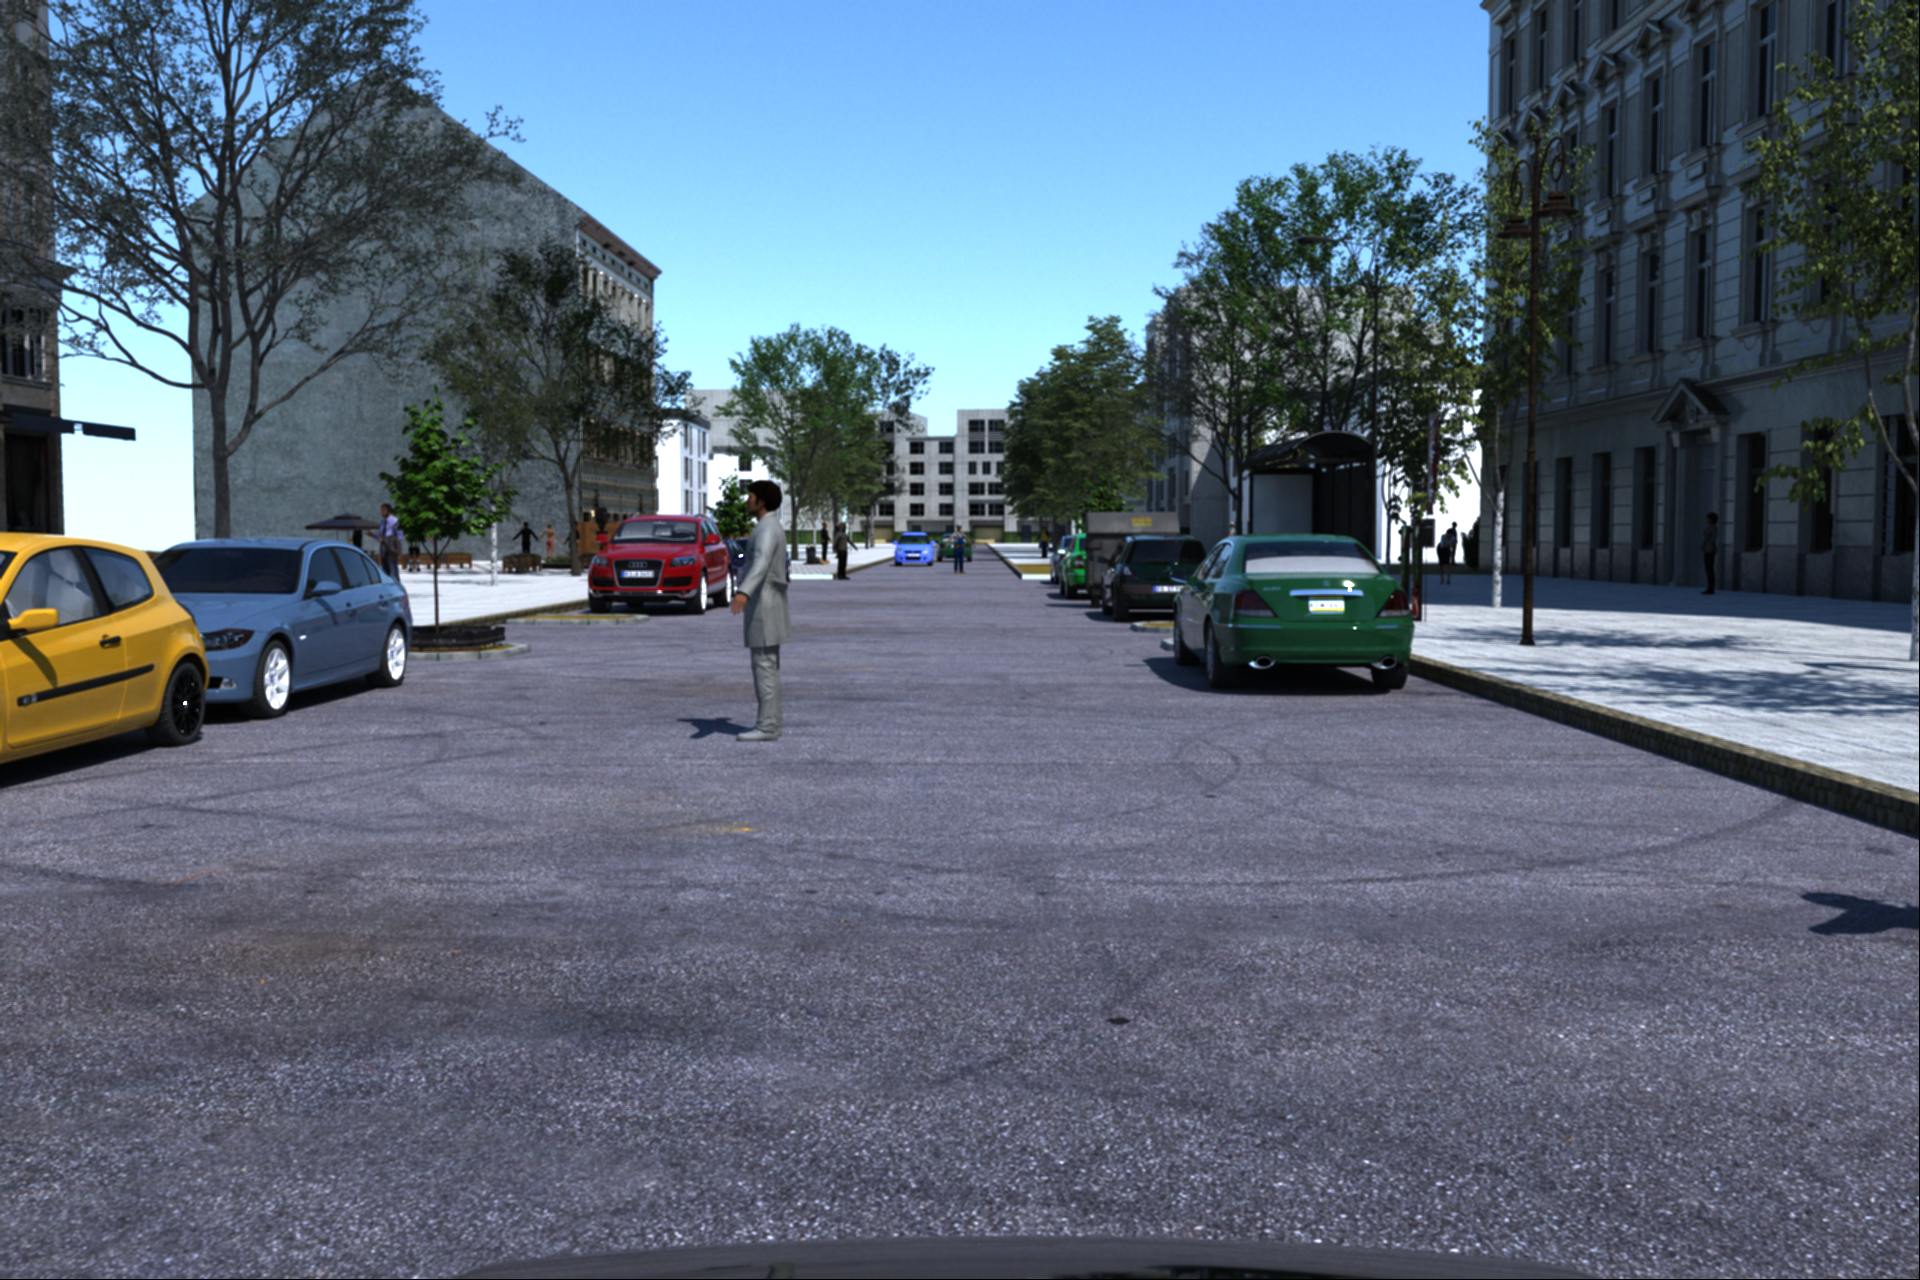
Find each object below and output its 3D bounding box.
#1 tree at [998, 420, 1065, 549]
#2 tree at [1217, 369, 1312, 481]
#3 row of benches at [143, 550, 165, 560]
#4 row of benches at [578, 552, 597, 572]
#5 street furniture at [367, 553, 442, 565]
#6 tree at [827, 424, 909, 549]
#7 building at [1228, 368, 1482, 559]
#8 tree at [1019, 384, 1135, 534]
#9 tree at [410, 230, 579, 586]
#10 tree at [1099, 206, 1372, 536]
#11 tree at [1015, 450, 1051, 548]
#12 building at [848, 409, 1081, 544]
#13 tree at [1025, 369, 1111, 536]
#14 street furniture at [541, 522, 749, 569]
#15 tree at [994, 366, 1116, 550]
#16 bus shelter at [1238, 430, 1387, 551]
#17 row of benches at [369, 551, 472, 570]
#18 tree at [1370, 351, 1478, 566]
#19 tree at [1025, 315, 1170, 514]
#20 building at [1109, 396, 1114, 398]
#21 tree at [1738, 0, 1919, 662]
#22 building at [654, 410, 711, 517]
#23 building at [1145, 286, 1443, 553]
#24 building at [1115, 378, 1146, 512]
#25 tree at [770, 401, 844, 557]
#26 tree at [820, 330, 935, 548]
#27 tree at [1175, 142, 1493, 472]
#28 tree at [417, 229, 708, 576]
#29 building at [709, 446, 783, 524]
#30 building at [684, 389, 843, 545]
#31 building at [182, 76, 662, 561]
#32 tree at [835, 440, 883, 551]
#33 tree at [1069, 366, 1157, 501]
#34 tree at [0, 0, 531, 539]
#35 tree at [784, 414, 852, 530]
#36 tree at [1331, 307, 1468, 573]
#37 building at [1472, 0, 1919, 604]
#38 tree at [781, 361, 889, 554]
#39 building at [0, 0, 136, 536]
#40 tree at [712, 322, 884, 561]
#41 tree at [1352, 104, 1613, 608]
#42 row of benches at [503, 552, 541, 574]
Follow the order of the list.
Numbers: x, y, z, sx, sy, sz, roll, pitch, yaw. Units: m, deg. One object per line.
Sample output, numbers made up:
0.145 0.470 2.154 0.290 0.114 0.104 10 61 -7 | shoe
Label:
6.773 -14.141 149.329 7.486 12.596 7.792 0 3 0 | tree
12.843 -7.526 73.418 4.737 8.622 4.395 0 3 0 | tree
-31.649 -3.176 67.398 4.104 0.672 1.422 2 4 26 | row of benches
-11.096 -2.668 59.081 4.104 0.672 1.422 -1 4 -22 | row of benches
-26.648 -3.552 73.705 10.072 0.657 5.734 1 4 15 | street furniture
-8.092 -13.033 147.509 8.767 10.594 7.601 1 4 17 | tree
22.270 -9.760 101.729 9.099 9.664 28.070 0 4 1 | building
7.064 -10.590 107.564 8.767 10.594 7.601 3 5 40 | tree
-11.780 -5.646 42.669 4.360 8.622 3.978 0 3 0 | tree
10.442 -9.461 65.062 12.009 13.543 11.850 0 3 0 | tree
8.075 -14.241 158.601 9.928 11.665 9.643 0 3 0 | tree
0.978 -23.405 251.578 31.486 18.905 16.747 1 4 10 | building
7.794 -12.221 117.939 7.486 12.596 7.792 0 3 0 | tree
-11.554 -3.665 66.777 11.010 1.723 9.812 1 4 20 | street furniture
7.216 -13.656 129.924 9.857 13.997 8.962 0 3 0 | tree
7.286 -2.599 36.422 2.014 3.302 5.546 0 4 0 | bus shelter
-19.647 -2.934 63.435 1.422 0.672 4.104 3 4 39 | row of benches
18.213 -7.220 68.409 4.737 8.622 4.395 0 3 0 | tree
7.199 -10.496 89.729 7.486 12.596 7.792 0 3 0 | tree
24.700 -22.794 229.097 16.016 20.090 11.380 0 4 1 | building
9.789 -4.102 17.426 4.737 8.622 4.395 0 3 0 | tree
-23.170 -11.455 129.436 9.099 9.664 28.070 0 4 0 | building
24.084 -16.254 132.206 16.747 18.905 31.486 0 4 0 | building
27.346 -22.895 205.254 19.493 23.208 18.063 0 4 1 | building
-7.957 -8.886 95.653 4.360 8.622 3.978 0 3 0 | tree
-8.639 -18.651 160.839 12.611 20.169 13.585 0 3 0 | tree
9.747 -7.351 45.949 9.928 11.665 9.643 0 3 0 | tree
-11.863 -7.244 52.856 8.767 10.594 7.601 -2 4 -29 | tree
-22.838 -14.502 179.257 9.099 9.664 28.070 0 3 0 | building
-25.044 -22.059 227.126 16.747 18.905 31.486 0 4 1 | building
-27.058 -15.902 90.928 19.493 23.208 18.063 0 4 1 | building
-8.267 -10.868 128.057 4.360 8.622 3.978 0 3 0 | tree
6.628 -7.653 75.494 4.360 8.622 3.978 0 3 0 | tree
-12.210 -7.230 28.574 12.009 13.543 11.850 0 3 0 | tree
-7.886 -9.279 102.067 4.360 8.622 3.978 0 3 0 | tree
14.298 -6.499 56.623 4.737 8.622 4.395 0 3 0 | tree
25.228 -15.882 36.086 17.030 29.872 44.131 0 4 0 | building
-8.305 -11.946 113.450 7.486 12.596 7.792 0 3 0 | tree
-31.060 -18.184 43.428 12.429 33.558 17.177 0 4 1 | building
-7.866 -9.658 83.658 9.928 11.665 9.643 0 3 0 | tree
9.287 -4.883 30.205 4.737 8.622 4.395 0 3 0 | tree
-14.614 -2.589 57.786 1.422 0.672 4.104 0 4 -5 | row of benches
